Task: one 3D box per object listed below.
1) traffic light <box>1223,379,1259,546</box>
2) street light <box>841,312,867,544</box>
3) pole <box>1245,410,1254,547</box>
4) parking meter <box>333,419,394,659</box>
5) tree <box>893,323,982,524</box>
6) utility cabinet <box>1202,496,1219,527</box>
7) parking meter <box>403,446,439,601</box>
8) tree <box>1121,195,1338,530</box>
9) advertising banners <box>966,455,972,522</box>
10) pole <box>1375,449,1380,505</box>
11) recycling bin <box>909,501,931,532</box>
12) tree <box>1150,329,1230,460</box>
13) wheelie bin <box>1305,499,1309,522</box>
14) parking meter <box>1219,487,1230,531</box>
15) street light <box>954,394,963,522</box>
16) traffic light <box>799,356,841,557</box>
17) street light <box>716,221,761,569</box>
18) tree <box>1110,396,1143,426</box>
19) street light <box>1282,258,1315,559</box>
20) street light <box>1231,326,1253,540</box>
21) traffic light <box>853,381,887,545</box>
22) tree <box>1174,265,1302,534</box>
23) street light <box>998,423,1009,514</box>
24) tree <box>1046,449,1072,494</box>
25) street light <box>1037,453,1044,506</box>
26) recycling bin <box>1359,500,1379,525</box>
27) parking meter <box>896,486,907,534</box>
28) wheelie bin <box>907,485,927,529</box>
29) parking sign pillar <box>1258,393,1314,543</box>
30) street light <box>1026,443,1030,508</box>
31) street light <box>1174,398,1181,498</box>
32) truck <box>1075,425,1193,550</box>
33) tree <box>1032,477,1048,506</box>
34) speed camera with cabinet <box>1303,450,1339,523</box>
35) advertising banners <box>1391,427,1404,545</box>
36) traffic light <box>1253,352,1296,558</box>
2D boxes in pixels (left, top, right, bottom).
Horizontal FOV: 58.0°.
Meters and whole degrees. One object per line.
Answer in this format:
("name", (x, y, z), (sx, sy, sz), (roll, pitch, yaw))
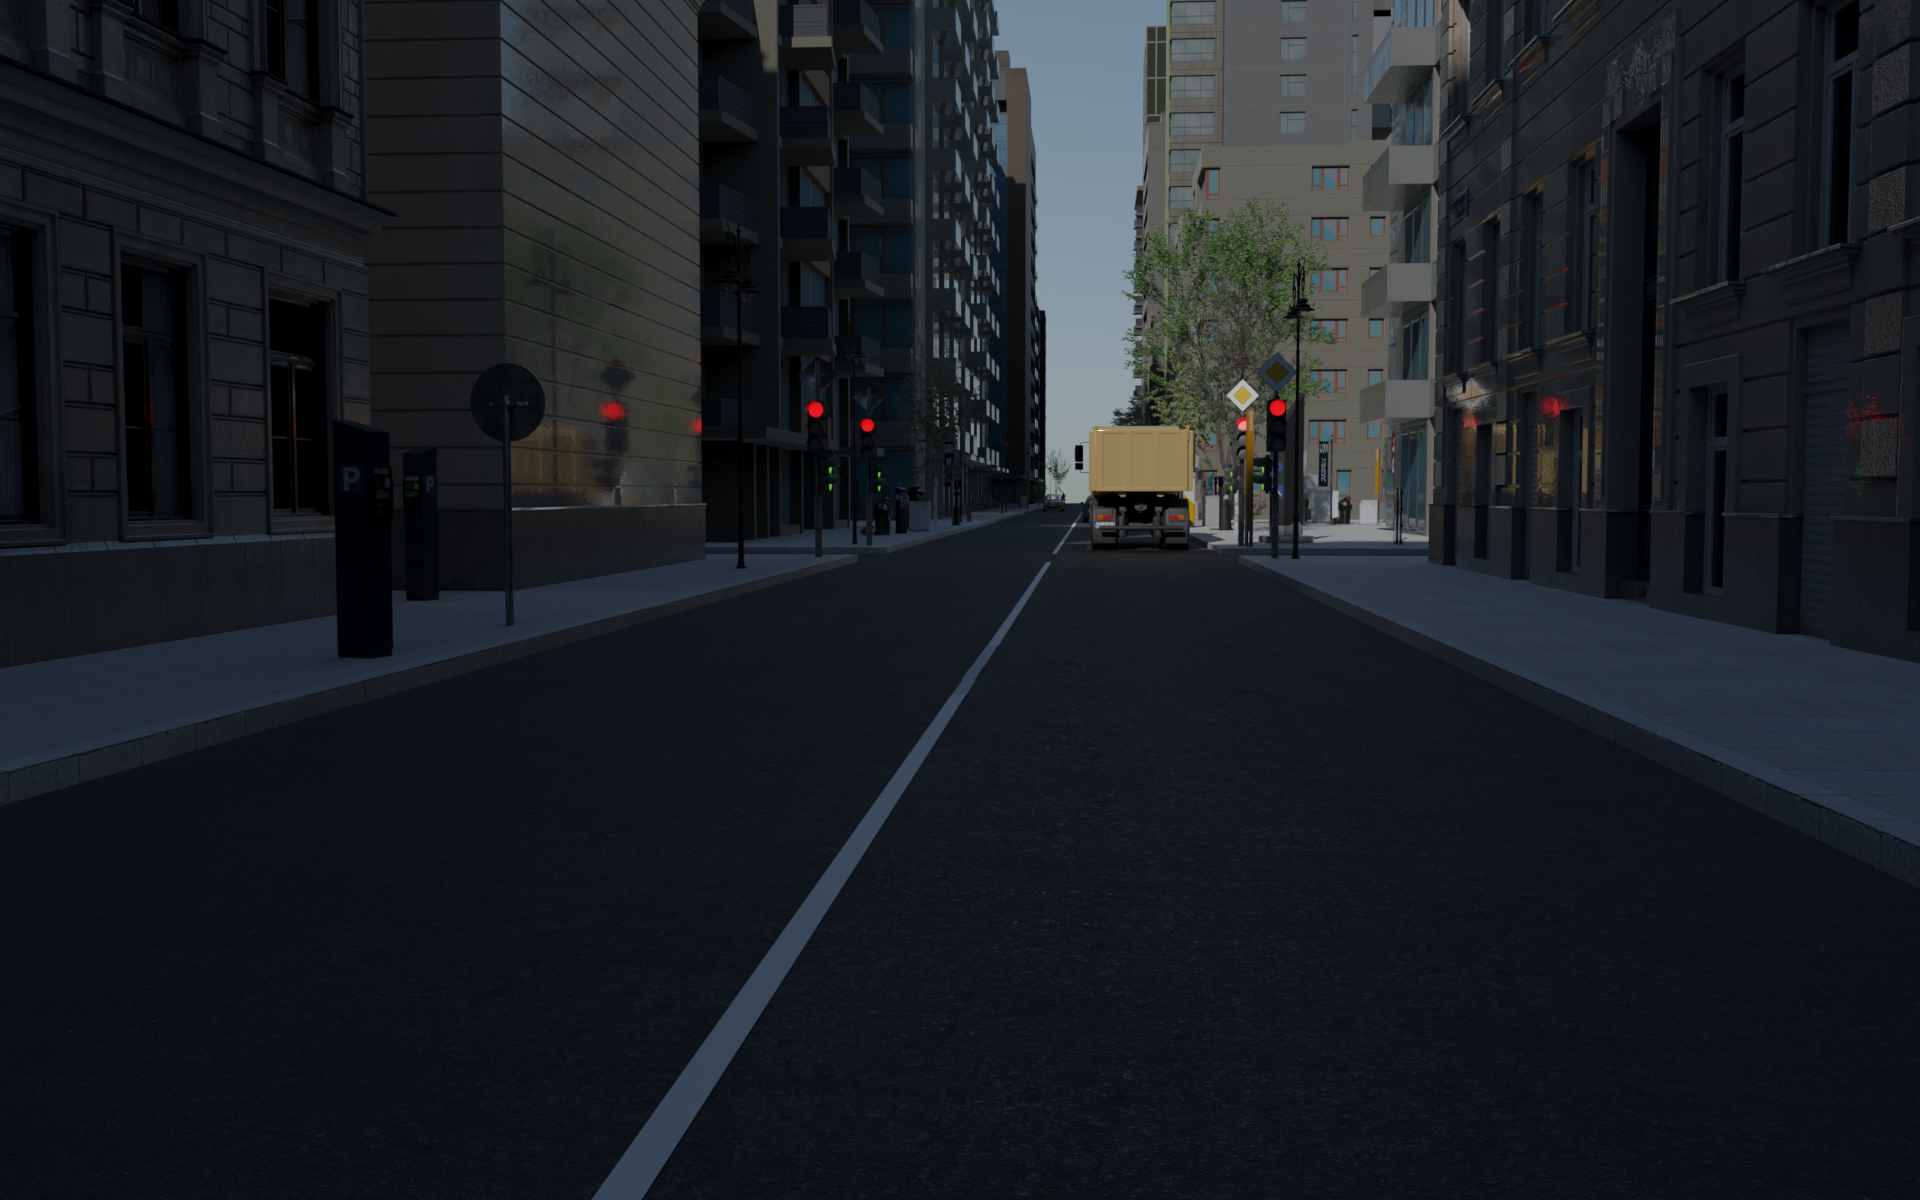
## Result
("traffic light", (6.890, -3.274, 42.450), (0.839, 4.253, 0.868), (0, 4, 4))
("street light", (-2.688, -4.358, 44.042), (0.468, 5.910, 1.993), (0, 4, 4))
("pole", (7.003, -2.939, 41.902), (0.158, 3.312, 0.155), (0, 3, 0))
("parking meter", (-4.677, -0.482, 13.599), (0.399, 1.863, 0.255), (1, 4, 19))
("tree", (-1.064, -7.646, 75.367), (4.360, 8.622, 3.978), (0, 3, 0))
("utility cabinet", (10.121, -3.521, 68.732), (1.020, 1.237, 0.306), (-1, 4, -22))
("parking meter", (-6.493, -0.926, 20.858), (0.255, 1.863, 0.399), (1, 4, 17))
("tree", (9.480, -8.313, 61.666), (9.928, 11.665, 9.643), (0, 3, 0))
("advertising banners", (0.389, -5.058, 78.882), (0.090, 3.025, 2.074), (0, 4, 7))
("pole", (18.929, -5.179, 78.520), (0.158, 3.312, 0.155), (0, 3, 0))
("recycling bin", (-1.377, -2.874, 59.544), (0.722, 1.027, 0.722), (0, 4, 4))
("tree", (10.391, -7.808, 78.021), (4.737, 8.622, 4.395), (0, 3, 0))
("wheelie bin", (15.882, -4.462, 80.862), (0.693, 1.594, 0.980), (-2, 4, -31))
("parking meter", (9.297, -3.211, 60.906), (0.372, 1.533, 0.369), (0, 3, 0))
("street light", (0.024, -6.472, 78.608), (0.468, 5.910, 1.993), (0, 4, 4))
("traffic light", (-2.864, -2.829, 35.181), (0.839, 4.253, 0.868), (0, 4, 4))
("street light", (-3.771, -3.479, 29.667), (0.468, 5.910, 1.993), (0, 4, 4))
("tree", (20.216, -17.281, 200.673), (7.486, 12.596, 7.792), (0, 3, 0))
("street light", (6.639, -3.750, 34.096), (0.468, 5.910, 1.993), (0, 4, 4))
("street light", (7.772, -4.591, 47.852), (0.468, 5.910, 1.993), (0, 4, 4))
("traffic light", (-2.245, -3.316, 43.142), (0.839, 4.253, 0.868), (0, 4, 4))
("tree", (8.869, -6.416, 55.260), (4.360, 8.622, 3.978), (0, 3, 0))
("street light", (2.768, -8.586, 113.170), (0.468, 5.910, 1.993), (0, 4, 4))
("tree", (15.541, -19.977, 276.987), (4.737, 8.622, 4.395), (0, 3, 0))
("street light", (8.678, -13.276, 189.853), (0.468, 5.910, 1.993), (0, 4, 4))
("recycling bin", (16.819, -3.585, 71.175), (0.722, 1.027, 0.722), (1, 4, 19))
("parking meter", (-1.900, -2.918, 56.118), (0.372, 1.533, 0.369), (0, 3, 0))
("wheelie bin", (-1.642, -3.423, 63.877), (0.693, 1.594, 0.980), (2, 4, 28))
("parking sign pillar", (8.629, -3.501, 45.713), (1.447, 3.967, 1.447), (2, 4, 34))
("street light", (6.061, -11.138, 154.887), (0.468, 5.910, 1.993), (0, 4, 4))
("street light", (10.427, -6.705, 82.422), (0.468, 5.910, 1.993), (0, 4, 4))
("truck", (4.888, -3.189, 48.057), (3.469, 3.379, 9.791), (0, 4, 4))
("tree", (9.091, -12.228, 194.522), (1.663, 3.219, 1.824), (0, 3, 0))
("speed camera with cabinet", (17.210, -5.459, 83.598), (2.038, 3.252, 0.660), (0, 4, -5))
("advertising banners", (11.192, -2.947, 44.364), (0.090, 3.025, 2.074), (0, 4, 7))
("traffic light", (6.271, -2.787, 34.489), (0.839, 4.253, 0.868), (0, 4, 4))
